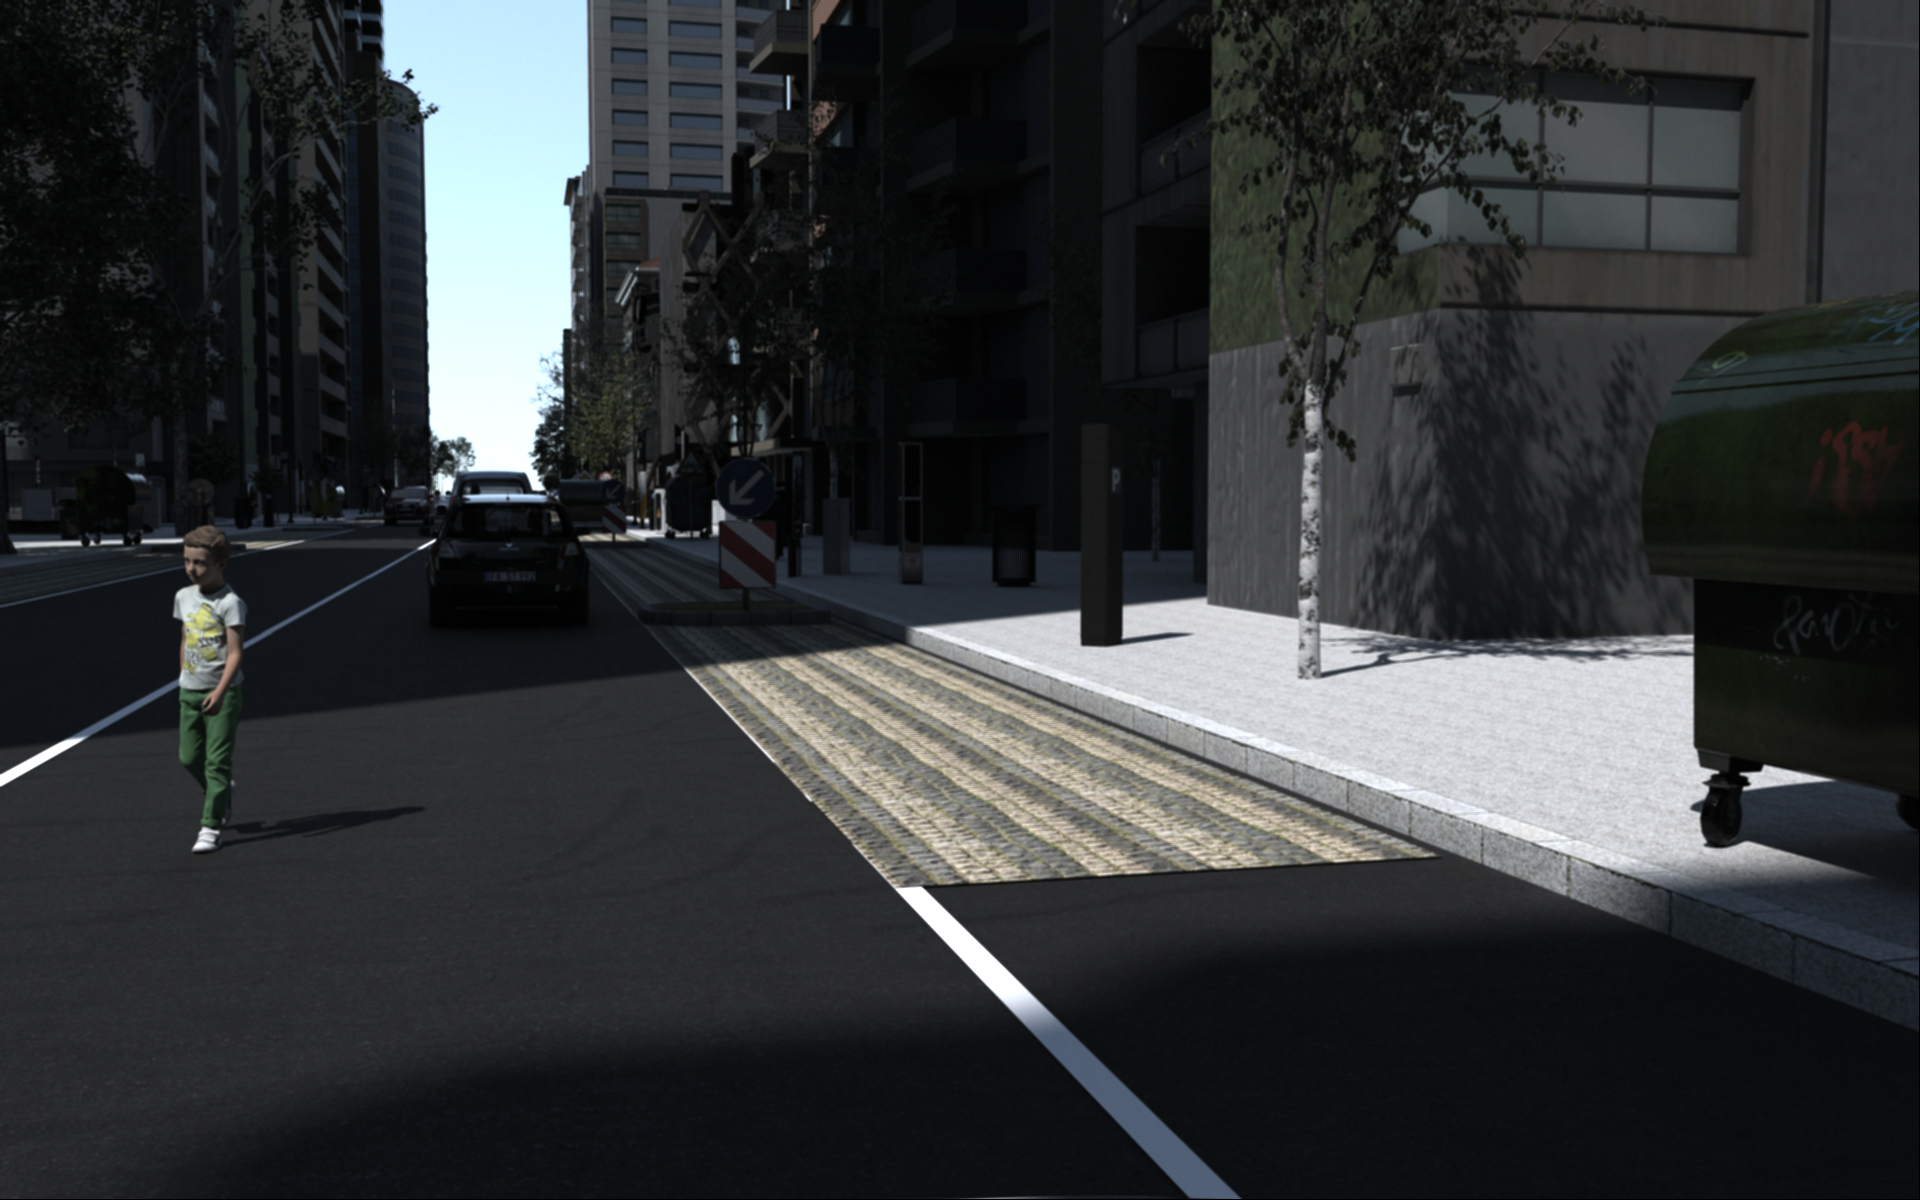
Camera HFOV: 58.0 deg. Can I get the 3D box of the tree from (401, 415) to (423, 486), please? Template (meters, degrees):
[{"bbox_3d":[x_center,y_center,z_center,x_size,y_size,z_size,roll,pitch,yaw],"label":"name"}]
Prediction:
[{"bbox_3d":[-45.986,-11.443,137.461,4.360,8.622,3.978,0,3,0],"label":"tree"}]

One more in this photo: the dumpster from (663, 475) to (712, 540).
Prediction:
[{"bbox_3d":[-7.740,-2.661,49.262,1.264,1.857,1.865,-1,4,-14],"label":"dumpster"}]

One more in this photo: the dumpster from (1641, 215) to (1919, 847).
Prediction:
[{"bbox_3d":[3.452,-0.191,5.619,1.502,2.255,1.985,-1,4,-14],"label":"dumpster"}]

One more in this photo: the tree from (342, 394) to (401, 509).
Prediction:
[{"bbox_3d":[-44.903,-11.099,131.827,4.360,8.622,3.978,0,3,0],"label":"tree"}]

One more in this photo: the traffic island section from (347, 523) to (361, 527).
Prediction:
[{"bbox_3d":[-27.195,-3.247,75.373,2.009,0.180,2.903,-1,4,-14],"label":"traffic island section"}]

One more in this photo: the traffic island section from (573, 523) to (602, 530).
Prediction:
[{"bbox_3d":[-17.122,-3.403,77.923,2.009,0.180,2.903,-1,4,-14],"label":"traffic island section"}]

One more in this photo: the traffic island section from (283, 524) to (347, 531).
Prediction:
[{"bbox_3d":[-25.224,-2.774,67.634,2.009,0.180,2.903,-1,4,-14],"label":"traffic island section"}]

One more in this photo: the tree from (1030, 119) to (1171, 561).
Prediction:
[{"bbox_3d":[3.516,-5.052,32.961,4.737,8.622,4.395,0,3,0],"label":"tree"}]

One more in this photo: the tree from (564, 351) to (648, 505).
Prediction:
[{"bbox_3d":[-17.738,-8.426,88.129,4.737,8.622,4.395,0,3,0],"label":"tree"}]

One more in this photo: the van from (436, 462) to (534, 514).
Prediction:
[{"bbox_3d":[-8.697,-1.540,32.197,2.013,2.044,4.112,-1,4,-16],"label":"van"}]

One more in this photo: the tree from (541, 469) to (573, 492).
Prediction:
[{"bbox_3d":[-46.069,-13.490,204.271,4.285,4.588,4.351,0,3,0],"label":"tree"}]

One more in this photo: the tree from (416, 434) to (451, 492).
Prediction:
[{"bbox_3d":[-64.437,-15.983,211.685,4.737,8.622,4.395,0,3,0],"label":"tree"}]

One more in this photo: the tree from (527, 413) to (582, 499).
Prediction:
[{"bbox_3d":[-54.049,-19.170,231.547,7.486,12.596,7.792,0,3,0],"label":"tree"}]

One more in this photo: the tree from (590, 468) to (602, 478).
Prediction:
[{"bbox_3d":[-27.314,-8.251,129.511,1.663,3.219,1.824,0,3,0],"label":"tree"}]

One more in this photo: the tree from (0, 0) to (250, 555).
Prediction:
[{"bbox_3d":[-20.638,-7.323,36.732,9.611,12.733,9.660,0,3,0],"label":"tree"}]

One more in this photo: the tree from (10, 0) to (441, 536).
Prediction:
[{"bbox_3d":[-22.527,-11.960,51.435,12.611,20.169,13.585,0,3,0],"label":"tree"}]

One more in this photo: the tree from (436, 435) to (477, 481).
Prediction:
[{"bbox_3d":[-88.087,-23.046,302.561,9.928,11.665,9.643,0,3,0],"label":"tree"}]

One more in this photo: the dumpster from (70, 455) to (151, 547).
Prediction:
[{"bbox_3d":[-21.157,-2.488,43.171,1.502,2.255,1.985,-1,4,-14],"label":"dumpster"}]

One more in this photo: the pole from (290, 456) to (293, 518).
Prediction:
[{"bbox_3d":[-36.143,-6.093,93.458,0.158,3.312,0.155,0,3,0],"label":"pole"}]

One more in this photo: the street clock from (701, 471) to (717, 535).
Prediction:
[{"bbox_3d":[-7.872,-3.040,54.271,0.471,2.002,0.358,0,4,2],"label":"street clock"}]

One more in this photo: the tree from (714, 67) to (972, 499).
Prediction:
[{"bbox_3d":[-2.040,-4.932,30.997,4.360,8.622,3.978,0,3,0],"label":"tree"}]

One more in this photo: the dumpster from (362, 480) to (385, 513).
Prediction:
[{"bbox_3d":[-40.864,-7.220,120.542,1.502,2.255,1.985,-1,4,-14],"label":"dumpster"}]

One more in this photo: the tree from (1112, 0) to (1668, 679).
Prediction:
[{"bbox_3d":[2.669,-3.761,11.859,4.360,8.622,3.978,0,3,0],"label":"tree"}]

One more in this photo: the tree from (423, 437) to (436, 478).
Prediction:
[{"bbox_3d":[-50.115,-12.680,157.675,4.360,8.622,3.978,0,3,0],"label":"tree"}]

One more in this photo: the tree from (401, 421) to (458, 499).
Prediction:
[{"bbox_3d":[-67.903,-17.598,222.142,7.601,10.594,8.767,2,4,27],"label":"tree"}]

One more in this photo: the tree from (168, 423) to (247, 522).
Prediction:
[{"bbox_3d":[-35.065,-5.935,80.750,4.285,4.588,4.351,0,3,0],"label":"tree"}]

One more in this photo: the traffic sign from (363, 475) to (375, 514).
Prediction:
[{"bbox_3d":[-38.657,-6.926,113.351,0.768,2.556,0.104,-1,4,-12],"label":"traffic sign"}]

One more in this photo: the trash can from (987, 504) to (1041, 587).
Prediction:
[{"bbox_3d":[0.752,-0.761,24.091,0.748,1.137,0.748,0,3,0],"label":"trash can"}]

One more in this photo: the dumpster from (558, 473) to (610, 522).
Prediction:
[{"bbox_3d":[-14.672,-3.835,67.652,1.985,2.255,1.502,-1,4,-13],"label":"dumpster"}]

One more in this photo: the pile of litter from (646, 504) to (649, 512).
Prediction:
[{"bbox_3d":[-17.507,-5.058,96.665,1.176,0.858,1.719,-3,5,-41],"label":"pile of litter"}]

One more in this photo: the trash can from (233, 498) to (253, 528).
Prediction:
[{"bbox_3d":[-27.123,-3.295,65.528,0.748,1.137,0.748,0,3,0],"label":"trash can"}]

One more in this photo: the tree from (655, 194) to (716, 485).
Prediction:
[{"bbox_3d":[-5.230,-5.582,41.620,4.360,8.622,3.978,0,3,0],"label":"tree"}]

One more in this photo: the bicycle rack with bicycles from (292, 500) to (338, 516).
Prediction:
[{"bbox_3d":[-37.429,-5.343,100.734,2.925,0.926,2.852,-2,4,-26],"label":"bicycle rack with bicycles"}]

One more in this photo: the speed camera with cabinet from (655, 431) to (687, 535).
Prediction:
[{"bbox_3d":[-9.150,-3.708,54.960,0.660,3.252,2.038,-2,4,-26],"label":"speed camera with cabinet"}]

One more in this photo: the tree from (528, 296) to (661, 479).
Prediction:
[{"bbox_3d":[-21.693,-12.068,107.674,12.009,13.543,11.850,0,3,0],"label":"tree"}]

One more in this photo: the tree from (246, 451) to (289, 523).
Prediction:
[{"bbox_3d":[-31.169,-5.097,77.945,1.663,3.219,1.824,0,3,0],"label":"tree"}]

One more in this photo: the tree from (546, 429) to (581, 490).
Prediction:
[{"bbox_3d":[-42.710,-14.439,186.440,4.360,8.622,3.978,0,3,0],"label":"tree"}]

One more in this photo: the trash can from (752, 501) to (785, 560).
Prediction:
[{"bbox_3d":[-3.772,-1.364,33.952,0.748,1.137,0.748,0,3,0],"label":"trash can"}]

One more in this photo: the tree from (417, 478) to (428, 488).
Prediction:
[{"bbox_3d":[-58.035,-11.786,187.309,1.663,3.219,1.824,0,3,0],"label":"tree"}]

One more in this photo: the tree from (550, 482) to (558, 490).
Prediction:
[{"bbox_3d":[-56.438,-15.087,241.272,1.663,3.219,1.824,0,3,0],"label":"tree"}]
